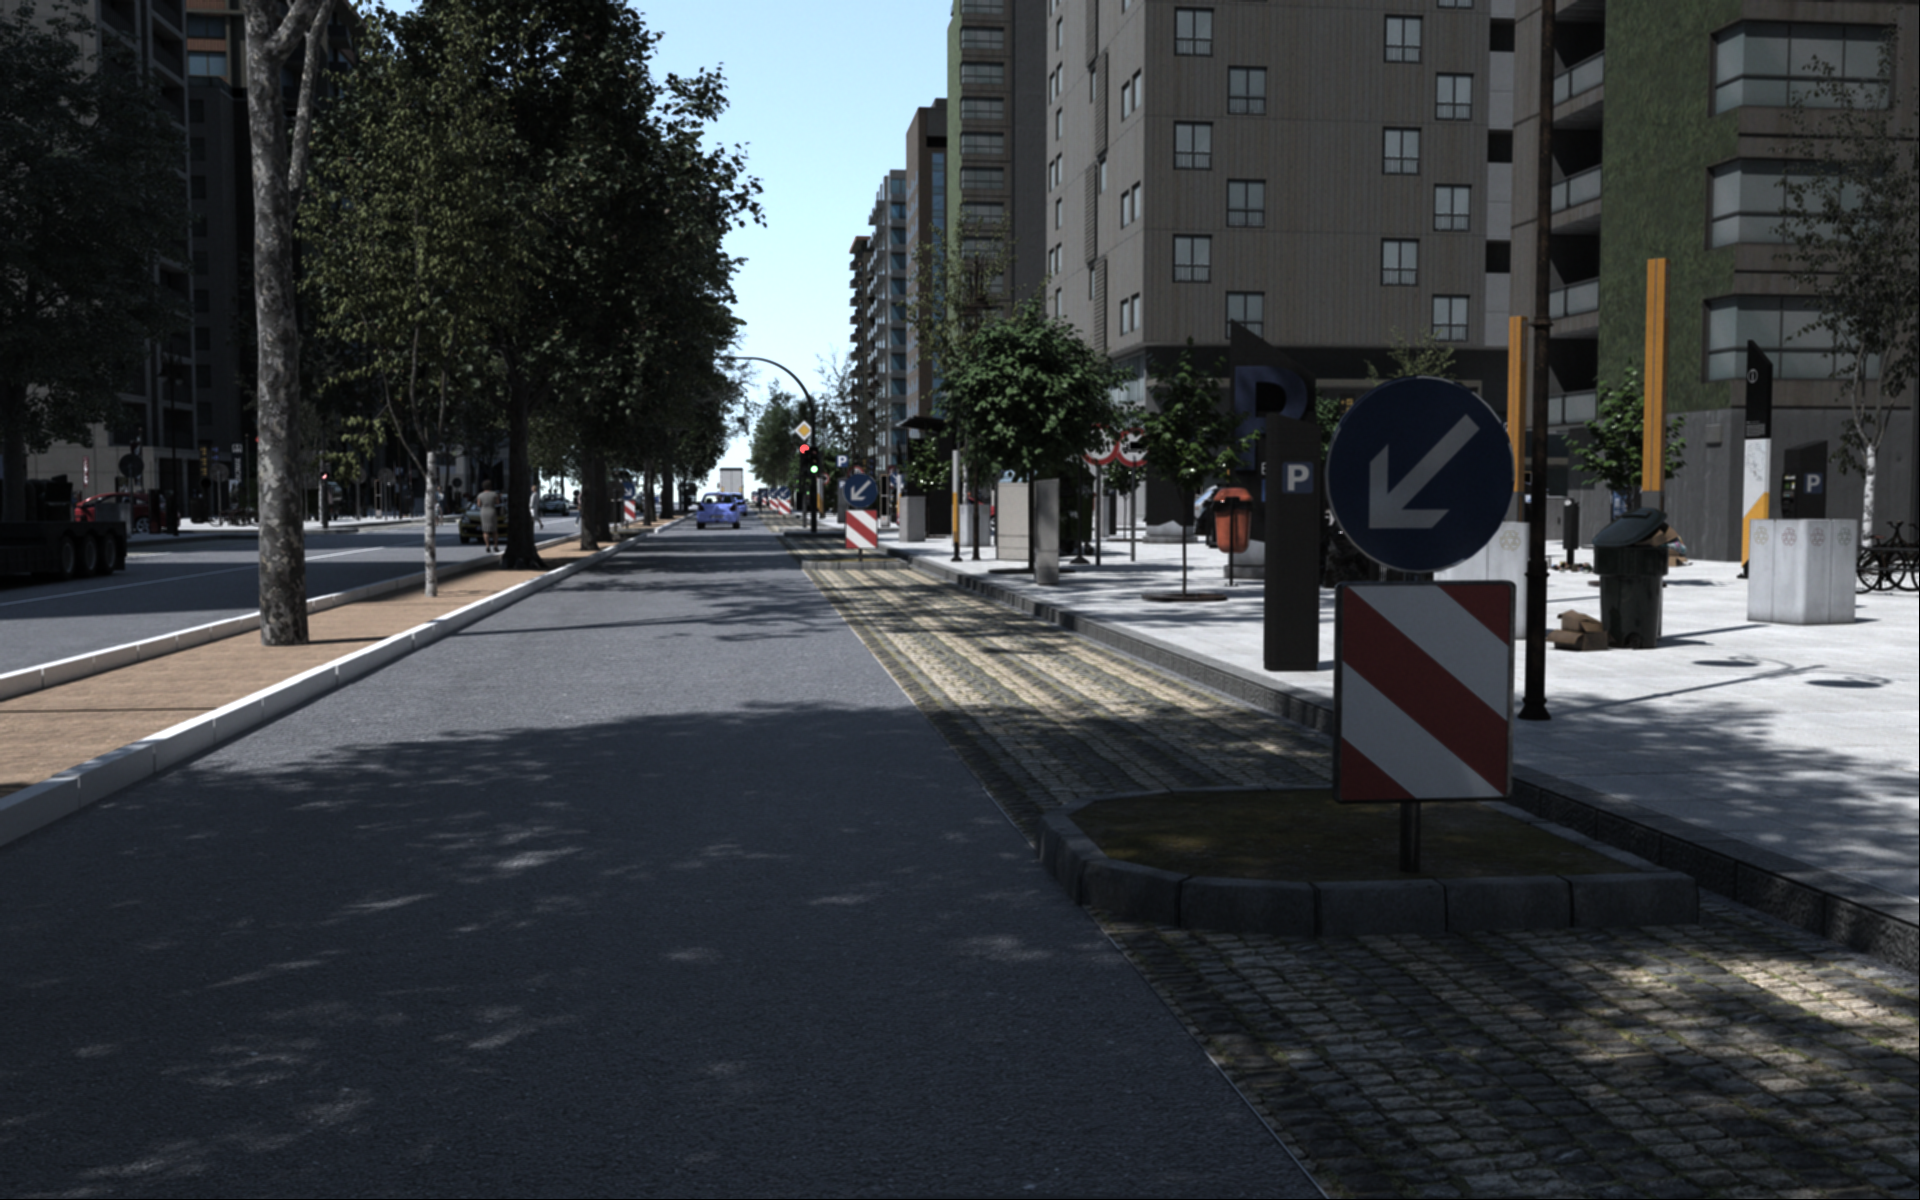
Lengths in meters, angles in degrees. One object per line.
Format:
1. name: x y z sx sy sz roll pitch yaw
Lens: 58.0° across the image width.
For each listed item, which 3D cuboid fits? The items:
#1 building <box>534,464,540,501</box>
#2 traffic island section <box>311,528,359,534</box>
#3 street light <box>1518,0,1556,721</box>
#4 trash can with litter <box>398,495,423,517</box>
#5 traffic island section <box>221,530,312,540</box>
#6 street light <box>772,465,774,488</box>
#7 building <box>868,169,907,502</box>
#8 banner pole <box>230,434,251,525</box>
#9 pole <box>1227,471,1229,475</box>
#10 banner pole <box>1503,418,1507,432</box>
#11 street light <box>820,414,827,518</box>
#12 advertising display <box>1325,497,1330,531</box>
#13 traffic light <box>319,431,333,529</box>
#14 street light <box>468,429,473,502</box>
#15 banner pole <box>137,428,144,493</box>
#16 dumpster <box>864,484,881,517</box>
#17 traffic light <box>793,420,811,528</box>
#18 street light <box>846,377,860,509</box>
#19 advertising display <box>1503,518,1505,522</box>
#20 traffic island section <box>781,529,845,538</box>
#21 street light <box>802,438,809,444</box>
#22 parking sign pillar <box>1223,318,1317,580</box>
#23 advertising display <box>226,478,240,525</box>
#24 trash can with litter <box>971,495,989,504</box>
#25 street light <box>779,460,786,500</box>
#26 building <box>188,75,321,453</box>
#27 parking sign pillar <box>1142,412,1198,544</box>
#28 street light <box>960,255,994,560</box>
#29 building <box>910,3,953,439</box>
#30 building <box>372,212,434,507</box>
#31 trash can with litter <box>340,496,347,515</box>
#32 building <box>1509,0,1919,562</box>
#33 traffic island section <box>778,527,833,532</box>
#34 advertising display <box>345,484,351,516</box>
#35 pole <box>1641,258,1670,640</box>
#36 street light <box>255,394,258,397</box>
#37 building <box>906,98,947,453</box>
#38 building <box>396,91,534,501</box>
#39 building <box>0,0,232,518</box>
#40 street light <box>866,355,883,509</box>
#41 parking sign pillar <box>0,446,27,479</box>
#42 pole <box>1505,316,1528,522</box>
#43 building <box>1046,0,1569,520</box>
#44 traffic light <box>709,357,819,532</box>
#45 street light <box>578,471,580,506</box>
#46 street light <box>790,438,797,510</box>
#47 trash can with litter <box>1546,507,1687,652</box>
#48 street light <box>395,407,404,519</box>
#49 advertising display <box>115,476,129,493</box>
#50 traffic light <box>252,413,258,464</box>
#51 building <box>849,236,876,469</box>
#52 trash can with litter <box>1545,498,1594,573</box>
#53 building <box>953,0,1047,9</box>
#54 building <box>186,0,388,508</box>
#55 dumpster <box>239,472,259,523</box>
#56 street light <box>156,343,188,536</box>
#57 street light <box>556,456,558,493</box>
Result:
1. building: -72.836 -30.288 266.910 14.160 30.474 14.107 0 4 -7
2. traffic island section: -23.334 -2.530 63.646 2.009 0.180 2.903 0 4 -7
3. street light: 3.281 -2.259 9.717 0.468 5.910 1.993 0 4 -7
4. trash can with litter: -30.733 -5.272 97.249 1.678 1.210 2.233 1 4 9
5. traffic island section: -22.323 -2.045 55.724 2.009 0.180 2.903 0 4 -7
6. street light: -22.990 -14.863 215.791 0.468 5.910 1.993 0 4 -7
7. building: -1.942 -38.950 256.443 23.786 49.044 30.456 0 4 -7
8. banner pole: -29.978 -5.034 72.326 0.863 3.779 0.401 -1 4 -22
9. pole: 11.712 -4.983 75.319 0.158 3.312 0.155 0 3 0
10. banner pole: 15.950 -3.678 50.146 0.401 3.779 0.863 -1 4 -21
11. street light: -7.262 -7.318 92.438 0.468 5.910 1.993 0 4 -7
12. advertising display: 8.953 -2.309 42.968 0.974 1.923 0.123 0 4 -7
13. traffic light: -21.229 -5.452 63.814 4.771 5.953 1.251 0 4 -7
14. street light: -31.525 -8.497 111.714 0.468 5.910 1.993 0 4 -7
15. banner pole: -31.080 -4.629 65.698 0.401 3.779 0.863 -3 4 -37
16. dumpster: -5.040 -5.670 95.202 1.502 2.255 1.985 0 4 -7
17. traffic light: -5.924 -4.698 65.740 0.839 4.253 0.868 0 4 -7
18. street light: -4.223 -5.861 68.610 0.468 5.910 1.993 0 4 -7
19. advertising display: 10.948 -1.789 34.460 0.123 1.923 0.974 0 4 8
20. traffic island section: -4.872 -2.181 57.938 2.009 0.180 2.903 0 4 -7
21. street light: -10.356 -8.793 116.546 0.468 5.910 1.993 0 4 -7
22. parking sign pillar: 4.773 -2.323 26.456 1.447 3.967 1.447 0 4 7
23. advertising display: -29.967 -4.048 71.400 0.123 1.923 0.974 0 4 2
24. trash can with litter: 1.146 -5.423 99.722 2.233 1.210 1.678 2 4 28
25. street light: -16.984 -11.937 167.957 0.468 5.910 1.993 0 4 -7
26. building: -54.512 -21.486 122.992 14.160 30.474 14.107 0 4 -7
27. parking sign pillar: 5.492 -3.470 45.199 1.447 3.967 1.447 -3 5 -44
28. street light: 0.315 -3.723 33.654 0.468 5.910 1.993 0 4 -7
29. building: 7.530 -52.693 174.194 22.319 86.520 31.000 0 4 -7
30. building: -60.412 -24.420 170.966 14.160 30.474 14.107 0 4 -7
31. trash can with litter: -37.754 -5.813 106.106 1.678 1.210 2.233 0 4 -1
32. building: 20.548 -21.740 39.038 14.154 41.232 14.086 0 4 -7
33. traffic island section: -5.883 -2.665 65.859 2.009 0.180 2.903 0 4 -7
34. advertising display: -35.889 -5.893 101.567 0.123 1.923 0.974 -1 4 -10
35. pole: 6.063 -1.302 15.125 0.158 3.312 0.155 0 3 0
36. street light: -25.432 -5.557 63.652 0.468 5.910 1.993 0 4 -7
37. building: 1.422 -33.474 197.416 14.600 45.320 14.200 0 4 -7
38. building: -72.967 -42.976 244.649 21.231 58.520 28.212 0 4 -7
39. building: -53.084 -40.255 96.415 20.563 71.187 20.611 0 4 -7
40. street light: -2.857 -5.194 57.714 0.468 5.910 1.993 0 4 -7
41. parking sign pillar: -46.609 -5.912 85.130 1.447 3.967 1.447 -1 4 -13
42. pole: 6.415 -1.599 19.990 0.158 3.312 0.155 0 3 0
43. building: 20.011 -31.101 97.746 27.495 52.752 28.713 0 4 -7
44. traffic light: -6.977 -5.061 57.414 4.771 5.953 1.251 0 4 -7
45. street light: -41.096 -13.086 186.736 0.468 5.910 1.993 0 4 -7
46. street light: -13.842 -10.462 143.843 0.468 5.910 1.993 0 4 -7
47. trash can with litter: 5.416 -0.180 14.325 1.055 1.170 0.624 -2 4 -28
48. street light: -28.265 -7.005 87.323 0.468 5.910 1.993 0 4 -7
49. advertising display: -30.649 -3.558 63.391 0.123 1.923 0.974 0 4 -5
50. traffic light: -22.282 -4.078 55.595 0.839 4.253 0.868 0 4 -7
51. building: -6.974 -38.695 287.292 22.147 44.769 28.867 0 4 -7
52. trash can with litter: 10.214 -1.107 29.155 1.678 1.210 2.233 1 4 13
53. building: 6.226 -27.575 134.454 14.154 41.232 14.086 0 4 -7
54. building: -62.256 -30.195 148.319 22.147 44.769 28.867 0 4 -7
55. dumpster: -31.574 -4.556 76.978 1.502 2.255 1.985 0 4 -7
56. street light: -23.985 -4.895 52.818 0.468 5.910 1.993 0 4 -7
57. street light: -38.031 -11.640 163.095 0.468 5.910 1.993 0 4 -7
